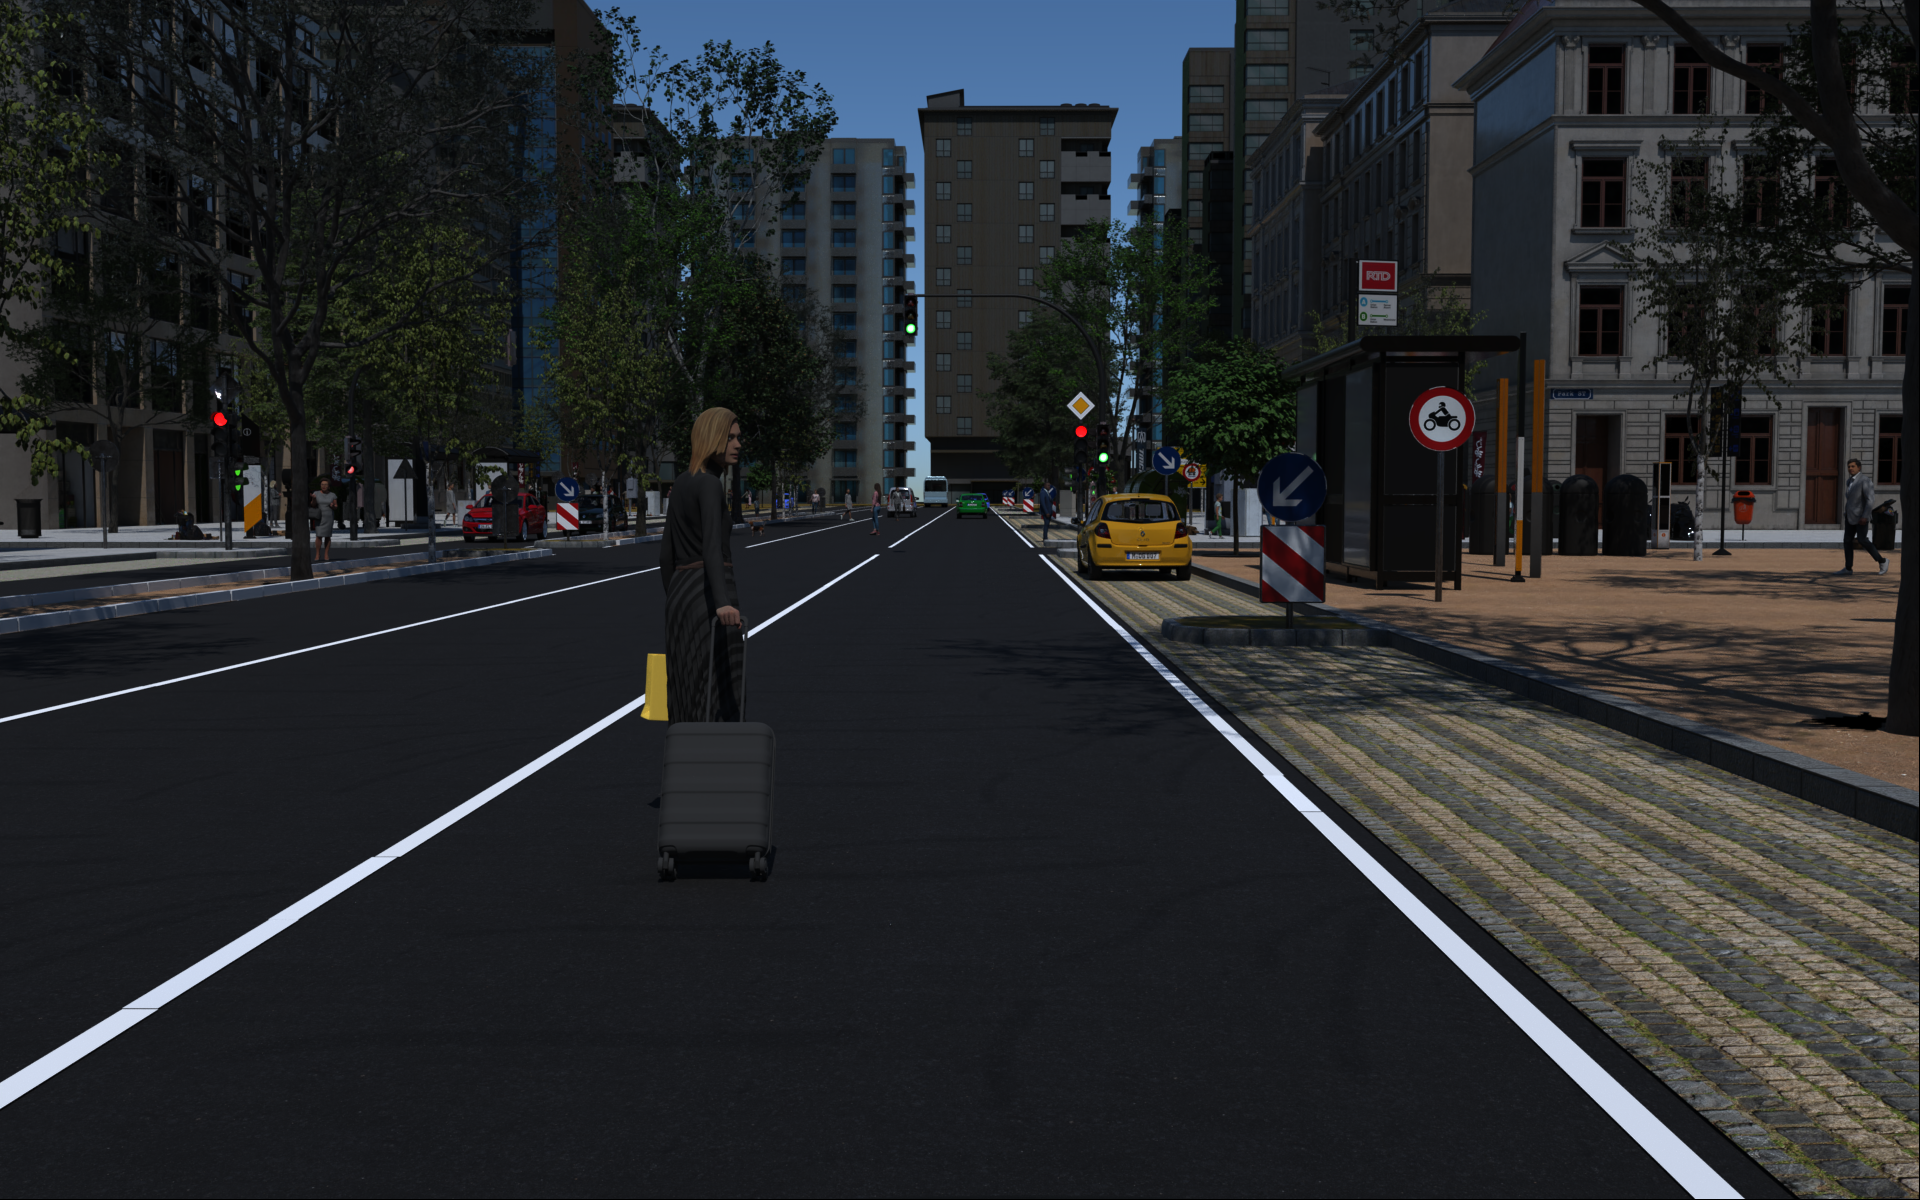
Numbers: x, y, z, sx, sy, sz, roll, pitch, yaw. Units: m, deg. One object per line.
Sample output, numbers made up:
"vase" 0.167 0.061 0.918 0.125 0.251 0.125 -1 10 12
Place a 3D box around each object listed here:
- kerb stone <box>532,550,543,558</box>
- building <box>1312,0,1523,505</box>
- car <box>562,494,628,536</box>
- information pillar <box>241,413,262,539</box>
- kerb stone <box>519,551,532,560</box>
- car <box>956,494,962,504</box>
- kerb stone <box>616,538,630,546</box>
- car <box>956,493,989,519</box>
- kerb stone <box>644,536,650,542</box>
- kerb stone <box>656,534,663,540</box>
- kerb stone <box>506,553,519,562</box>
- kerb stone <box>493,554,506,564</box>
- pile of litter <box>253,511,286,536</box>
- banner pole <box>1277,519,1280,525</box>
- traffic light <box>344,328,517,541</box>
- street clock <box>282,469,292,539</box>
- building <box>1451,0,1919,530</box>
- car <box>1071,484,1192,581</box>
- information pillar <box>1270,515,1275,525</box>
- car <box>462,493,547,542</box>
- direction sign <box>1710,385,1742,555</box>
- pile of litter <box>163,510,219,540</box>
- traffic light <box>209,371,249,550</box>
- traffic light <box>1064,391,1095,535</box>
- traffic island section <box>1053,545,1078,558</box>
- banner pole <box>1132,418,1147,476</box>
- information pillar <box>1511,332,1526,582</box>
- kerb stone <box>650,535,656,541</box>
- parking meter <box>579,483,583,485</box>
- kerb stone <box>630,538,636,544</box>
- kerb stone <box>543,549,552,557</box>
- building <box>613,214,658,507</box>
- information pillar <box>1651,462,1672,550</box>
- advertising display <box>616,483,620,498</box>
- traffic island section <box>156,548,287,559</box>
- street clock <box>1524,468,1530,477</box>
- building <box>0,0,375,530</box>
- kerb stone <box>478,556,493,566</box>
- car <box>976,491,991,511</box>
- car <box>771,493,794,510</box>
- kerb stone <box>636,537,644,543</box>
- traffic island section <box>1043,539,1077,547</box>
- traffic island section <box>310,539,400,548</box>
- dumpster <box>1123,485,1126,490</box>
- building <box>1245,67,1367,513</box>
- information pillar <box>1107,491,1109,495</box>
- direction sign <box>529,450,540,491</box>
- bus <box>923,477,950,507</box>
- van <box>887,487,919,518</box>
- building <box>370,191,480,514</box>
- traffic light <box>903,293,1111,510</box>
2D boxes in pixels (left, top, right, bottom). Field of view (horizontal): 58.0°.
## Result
"kerb stone" -9.612 -1.025 38.954 0.120 0.150 1.000 0 4 1
"building" 26.676 -17.876 89.542 12.463 27.353 25.104 0 4 1
"car" -12.738 -3.102 60.503 2.009 1.686 4.222 0 4 -1
"information pillar" -20.349 -3.571 49.737 0.504 3.616 0.183 -1 4 -19
"kerb stone" -9.629 -0.960 37.932 0.120 0.150 1.000 0 4 1
"car" 0.668 -8.991 158.804 2.131 1.459 4.920 0 4 2
"kerb stone" -9.522 -1.621 48.698 0.120 0.150 1.000 0 4 1
"car" 0.715 -5.677 101.621 1.959 1.807 4.718 0 4 1
"kerb stone" -9.496 -1.809 51.773 0.120 0.150 1.000 0 4 1
"kerb stone" -9.474 -1.934 53.818 0.120 0.150 1.000 0 4 1
"kerb stone" -9.641 -0.899 36.900 0.120 0.150 1.000 0 4 1
"kerb stone" -9.644 -0.836 35.872 0.120 0.150 1.000 0 4 1
"pile of litter" -21.250 -2.395 53.116 1.176 0.858 1.719 -2 4 -29
"banner pole" 9.237 -3.690 50.351 0.401 3.779 0.863 0 4 0
"traffic light" -14.587 -4.461 47.606 4.771 5.953 1.251 0 4 1
"street clock" -19.203 -2.750 49.540 0.358 2.002 0.471 0 4 -5
"building" 30.751 -14.052 65.909 21.152 22.565 11.583 0 4 1
"car" 2.962 -1.207 29.959 2.015 1.641 3.980 0 3 0
"information pillar" 9.875 -3.872 54.657 0.183 3.616 0.504 0 4 1
"car" -13.851 -2.677 52.807 2.155 1.783 4.494 0 4 -1
"direction sign" 16.032 -2.712 36.338 0.379 3.537 0.876 -1 4 -17
"pile of litter" -21.595 -2.123 48.677 1.719 0.858 1.176 3 4 37
"traffic light" -16.753 -3.100 39.605 0.839 4.253 0.868 0 4 1
"traffic light" 3.281 -3.578 47.422 0.839 4.253 0.868 0 4 1
"traffic island section" 3.247 -1.056 39.551 2.009 0.180 2.903 0 4 1
"banner pole" 5.908 -4.126 57.473 0.863 3.779 0.401 -3 5 -40
"information pillar" 8.187 -2.078 25.324 0.183 3.616 0.504 1 4 14
"kerb stone" -9.488 -1.870 52.796 0.120 0.150 1.000 0 4 1
"parking meter" -19.620 -5.120 89.418 0.255 1.863 0.399 1 4 13
"kerb stone" -9.522 -1.683 49.720 0.120 0.150 1.000 0 4 1
"kerb stone" -9.598 -1.088 39.983 0.120 0.150 1.000 0 4 1
"building" -38.736 -24.854 178.069 14.107 30.474 14.160 0 4 1
"information pillar" 16.244 -2.179 40.121 0.304 2.012 0.304 0 4 -6
"advertising display" -19.116 -5.609 96.924 0.123 1.923 0.974 0 4 -6
"traffic island section" -16.793 -1.068 39.741 2.009 0.180 2.903 0 4 1
"street clock" 15.442 -2.629 47.550 0.358 2.002 0.471 0 4 -5
"building" -42.220 -16.761 78.564 19.350 26.468 34.151 0 4 1
"kerb stone" -9.647 -0.774 34.850 0.120 0.150 1.000 0 4 1
"car" 1.596 -8.208 143.791 1.945 1.707 3.694 0 4 -1
"car" -15.590 -8.742 152.516 1.945 1.707 3.694 0 3 0
"kerb stone" -9.499 -1.744 50.745 0.120 0.150 1.000 0 4 1
"traffic island section" 3.321 -1.545 47.535 2.009 0.180 2.903 0 4 1
"traffic island section" -16.719 -1.556 47.725 2.009 0.180 2.903 0 4 1
"dumpster" 5.767 -2.943 53.870 1.264 1.857 1.865 0 4 1
"building" 26.536 -19.949 112.071 13.634 28.700 20.117 0 4 1
"information pillar" 7.926 -5.510 94.582 0.304 2.012 0.304 -1 4 -15
"direction sign" -21.965 -5.959 89.427 0.876 3.537 0.379 3 4 36
"bus" -2.582 -11.895 189.342 2.948 3.499 13.247 0 3 0
"van" -3.558 -6.101 106.767 2.013 2.044 4.112 0 4 2
"building" -38.218 -16.536 106.528 11.583 22.565 21.152 0 4 1
"traffic light" 1.114 -3.954 39.315 4.771 5.953 1.251 0 4 1
